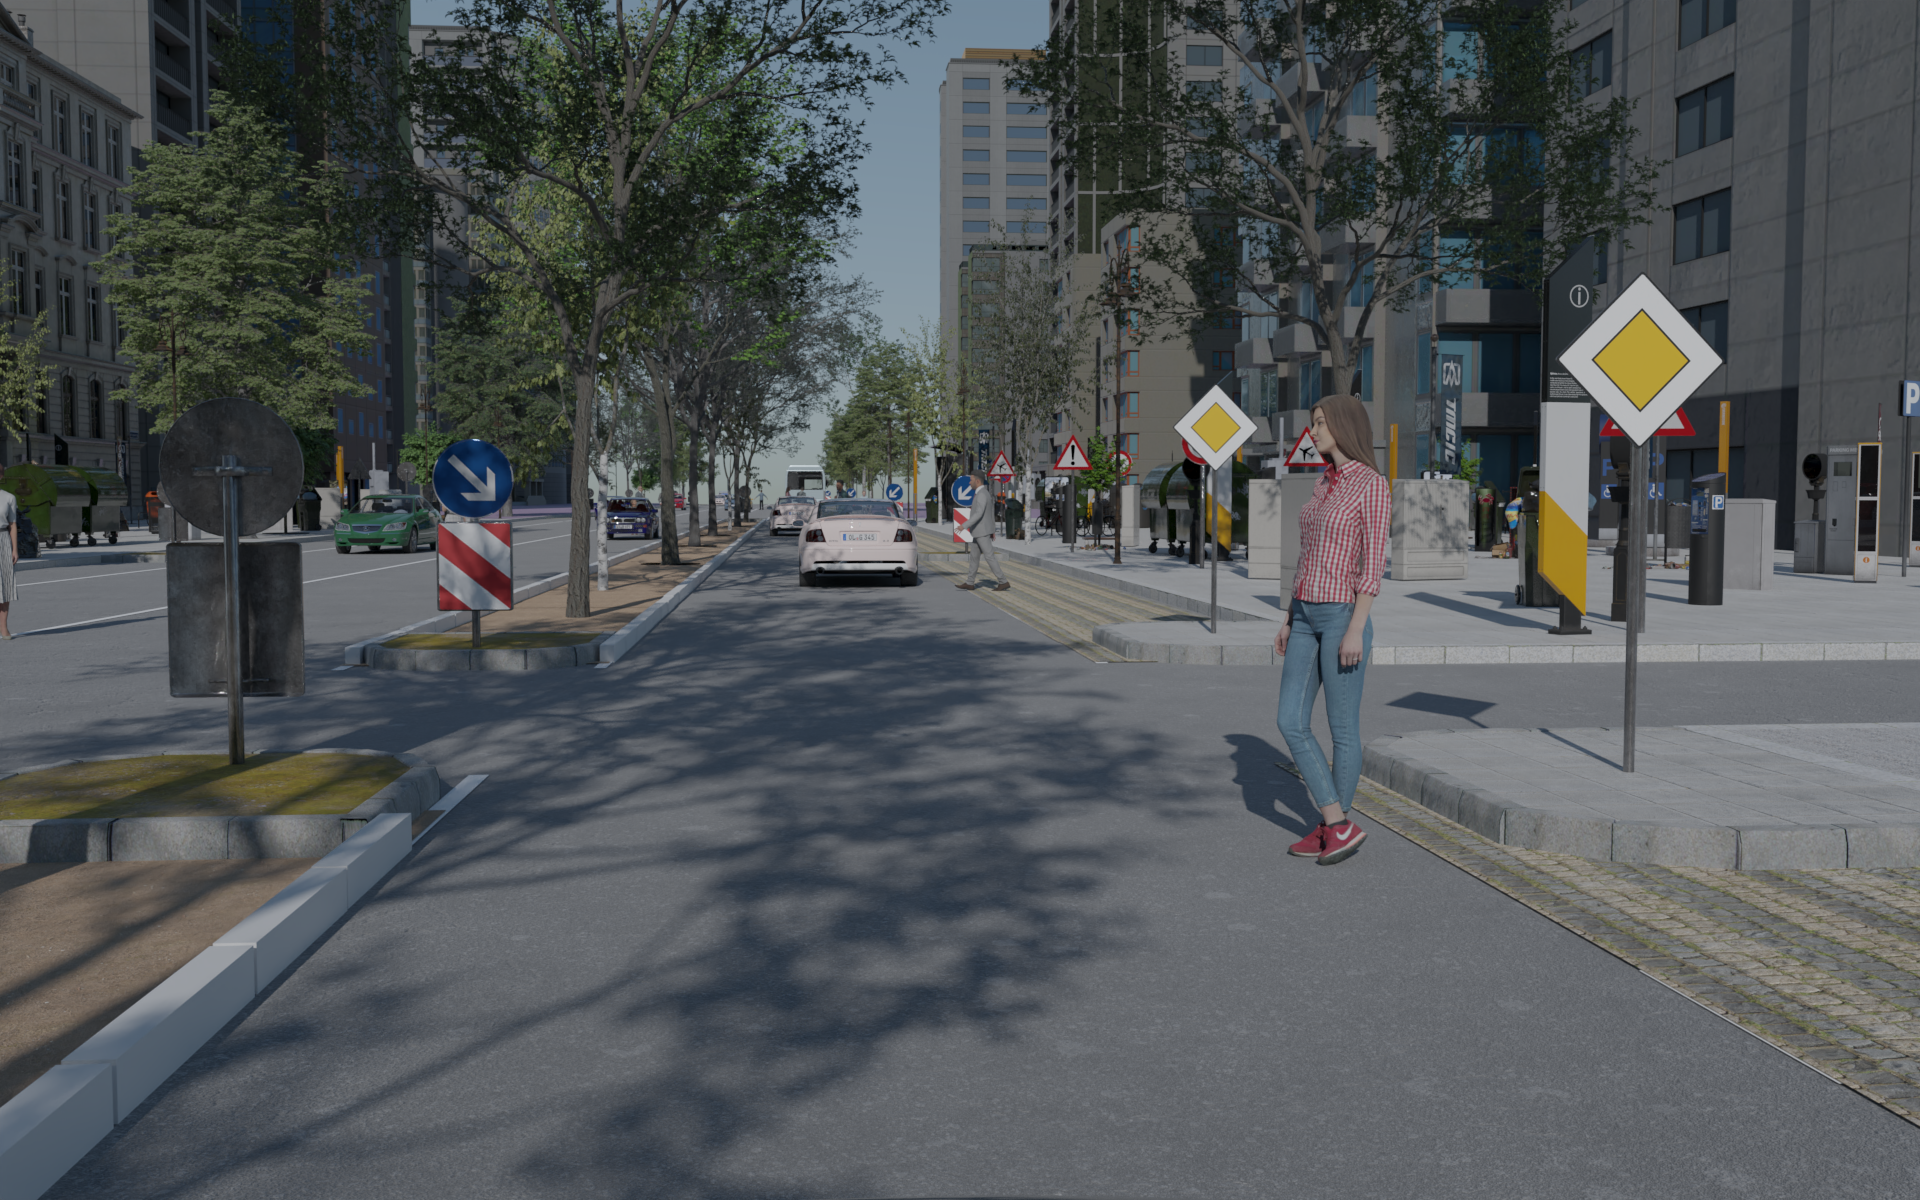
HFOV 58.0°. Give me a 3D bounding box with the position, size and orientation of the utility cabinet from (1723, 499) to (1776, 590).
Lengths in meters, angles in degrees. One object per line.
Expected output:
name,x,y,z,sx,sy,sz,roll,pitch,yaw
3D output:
utility cabinet,10.522,-0.756,23.524,0.306,1.237,1.020,-2,4,-30

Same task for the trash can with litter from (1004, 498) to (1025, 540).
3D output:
trash can with litter,1.680,-2.297,48.938,0.624,1.170,1.055,-2,4,-29

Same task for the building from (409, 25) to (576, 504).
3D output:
building,-61.481,-41.511,220.697,21.231,58.520,28.212,0,4,-5

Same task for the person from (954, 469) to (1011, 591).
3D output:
person,0.329,-1.020,25.459,0.850,1.792,0.678,0,4,6

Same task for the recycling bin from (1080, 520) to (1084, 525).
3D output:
recycling bin,4.575,-3.487,69.559,0.722,1.027,0.722,3,5,43

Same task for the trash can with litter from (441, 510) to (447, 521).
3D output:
trash can with litter,-24.526,-4.350,82.503,1.055,1.170,0.624,2,4,35

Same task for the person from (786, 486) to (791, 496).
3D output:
person,-8.780,-4.929,89.103,0.388,1.821,0.555,-1,4,-16

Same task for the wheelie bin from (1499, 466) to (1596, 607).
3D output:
wheelie bin,6.763,-0.728,19.804,0.980,1.594,0.693,1,4,9

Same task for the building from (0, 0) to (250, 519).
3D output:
building,-49.520,-40.196,95.454,20.563,71.187,20.611,0,4,-5

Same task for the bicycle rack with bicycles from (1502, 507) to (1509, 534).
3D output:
bicycle rack with bicycles,18.361,-2.515,54.497,2.852,0.926,2.925,-1,4,-9

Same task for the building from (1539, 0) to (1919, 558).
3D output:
building,28.627,-36.881,41.252,20.611,71.187,20.563,0,4,-5

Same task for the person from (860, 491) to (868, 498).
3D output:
person,-4.718,-4.581,85.210,0.589,1.601,0.330,0,4,-1

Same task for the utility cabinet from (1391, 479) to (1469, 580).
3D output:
utility cabinet,7.005,-1.045,25.770,1.173,1.500,0.318,-1,4,-22

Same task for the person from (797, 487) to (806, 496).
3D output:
person,-8.065,-4.898,88.687,0.635,1.810,0.391,1,4,21

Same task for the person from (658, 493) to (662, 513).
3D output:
person,-15.242,-4.932,89.528,0.661,1.777,0.834,-3,4,-38

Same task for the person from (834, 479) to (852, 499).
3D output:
person,-3.186,-2.324,46.488,0.713,1.824,0.794,0,4,-2

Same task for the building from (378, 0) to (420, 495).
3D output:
building,-49.273,-27.245,129.045,14.154,41.232,14.086,0,4,-5

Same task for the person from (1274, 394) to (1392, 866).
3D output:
person,1.446,0.102,6.840,0.388,1.821,0.555,-2,4,-34

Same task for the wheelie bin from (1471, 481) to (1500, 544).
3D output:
wheelie bin,12.590,-2.044,41.328,0.693,1.594,0.980,2,4,31

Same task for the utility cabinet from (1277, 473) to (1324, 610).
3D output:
utility cabinet,3.795,-0.602,18.514,0.318,1.500,1.173,-1,4,-11

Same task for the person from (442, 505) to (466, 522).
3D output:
person,-8.885,-1.315,30.564,0.524,1.755,0.480,3,5,41

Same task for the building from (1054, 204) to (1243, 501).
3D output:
building,22.397,-16.848,120.509,27.650,21.520,28.899,0,4,-5

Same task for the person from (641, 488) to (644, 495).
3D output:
person,-18.595,-5.598,100.543,0.721,1.766,1.217,-2,4,-30

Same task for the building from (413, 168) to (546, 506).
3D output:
building,-64.188,-30.749,194.633,32.217,40.220,23.993,0,4,-5

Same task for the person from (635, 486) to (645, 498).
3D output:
person,-14.510,-4.302,79.020,0.590,1.801,0.661,2,4,24

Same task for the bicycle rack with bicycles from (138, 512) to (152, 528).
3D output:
bicycle rack with bicycles,-29.287,-3.163,65.103,2.852,0.926,2.925,2,4,28

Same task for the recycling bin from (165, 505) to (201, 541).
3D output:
recycling bin,-21.567,-2.173,48.078,0.722,1.027,0.722,0,4,-3

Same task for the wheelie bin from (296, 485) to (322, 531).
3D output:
wheelie bin,-24.421,-3.472,64.671,0.980,1.594,0.693,-3,5,-43

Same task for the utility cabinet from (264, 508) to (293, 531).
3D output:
utility cabinet,-24.160,-3.063,61.246,1.020,1.237,0.306,-2,4,-27

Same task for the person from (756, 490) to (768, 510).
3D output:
person,-17.930,-9.040,156.289,1.348,1.826,0.705,-2,4,-30

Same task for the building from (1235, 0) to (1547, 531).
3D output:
building,24.468,-27.668,71.973,23.786,49.044,30.456,0,4,-5

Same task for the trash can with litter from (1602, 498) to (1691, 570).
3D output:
trash can with litter,12.050,-1.160,30.021,2.233,1.210,1.678,-1,4,-11

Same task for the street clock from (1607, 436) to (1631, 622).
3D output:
street clock,6.676,-0.784,17.396,0.358,2.002,0.471,2,4,32

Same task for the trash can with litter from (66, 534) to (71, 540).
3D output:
trash can with litter,-25.227,-2.265,48.421,0.624,1.170,1.055,-1,4,-18

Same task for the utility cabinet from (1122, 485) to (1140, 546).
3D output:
utility cabinet,4.177,-2.068,42.488,0.318,1.500,1.173,1,4,13

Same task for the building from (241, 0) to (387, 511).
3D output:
building,-46.907,-28.384,114.190,14.600,45.320,14.200,0,4,-5

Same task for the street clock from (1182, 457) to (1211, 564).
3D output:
street clock,4.307,-1.655,31.623,0.471,2.002,0.358,2,4,31

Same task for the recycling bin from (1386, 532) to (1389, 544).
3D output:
recycling bin,10.555,-1.959,44.579,0.722,1.027,0.722,-3,5,-41

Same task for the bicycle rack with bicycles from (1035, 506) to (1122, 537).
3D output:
bicycle rack with bicycles,4.009,-2.419,52.932,2.852,0.926,2.925,-2,4,-30

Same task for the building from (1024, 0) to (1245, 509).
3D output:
building,16.764,-43.121,143.280,20.563,71.187,20.611,0,4,-5

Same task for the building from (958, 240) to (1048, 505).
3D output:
building,7.728,-26.305,201.787,14.160,30.474,14.107,0,4,-5

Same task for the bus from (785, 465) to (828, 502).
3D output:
bus,-10.412,-7.493,117.372,2.948,3.499,13.247,0,4,-4

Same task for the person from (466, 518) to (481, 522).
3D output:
person,-13.043,-2.287,46.459,0.524,1.755,0.480,3,5,39

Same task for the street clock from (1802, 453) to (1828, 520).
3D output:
street clock,15.250,-1.608,30.867,0.358,2.002,0.471,-1,4,-17

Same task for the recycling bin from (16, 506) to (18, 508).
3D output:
recycling bin,-20.902,-1.525,37.490,0.722,1.027,0.722,0,4,-5

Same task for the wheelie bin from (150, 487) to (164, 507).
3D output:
wheelie bin,-35.291,-4.179,76.236,0.980,1.594,0.693,-2,4,-35

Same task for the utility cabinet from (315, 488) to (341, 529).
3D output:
utility cabinet,-23.102,-3.310,62.792,1.173,1.500,0.318,-3,5,-40

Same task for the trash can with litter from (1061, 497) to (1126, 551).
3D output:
trash can with litter,3.012,-1.781,40.177,1.678,1.210,2.233,1,4,15

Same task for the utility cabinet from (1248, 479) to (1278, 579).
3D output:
utility cabinet,4.923,-1.051,25.864,1.173,1.500,0.318,2,4,29

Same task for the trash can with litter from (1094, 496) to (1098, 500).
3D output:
trash can with litter,6.817,-4.635,87.172,0.624,1.170,1.055,1,4,10

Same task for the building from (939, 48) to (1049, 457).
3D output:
building,7.731,-42.500,236.881,21.231,58.520,28.212,0,4,-5

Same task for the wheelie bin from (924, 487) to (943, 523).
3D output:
wheelie bin,-1.143,-4.175,76.166,0.693,1.594,0.980,-2,4,-29

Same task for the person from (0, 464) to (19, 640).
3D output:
person,-9.460,-0.480,16.923,0.480,1.755,0.524,-3,4,-37

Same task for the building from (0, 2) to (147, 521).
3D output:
building,-43.483,-15.142,66.651,14.460,24.649,34.723,0,4,-5

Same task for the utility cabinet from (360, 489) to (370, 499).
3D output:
utility cabinet,-27.953,-4.504,82.321,1.173,1.500,0.318,2,4,24
